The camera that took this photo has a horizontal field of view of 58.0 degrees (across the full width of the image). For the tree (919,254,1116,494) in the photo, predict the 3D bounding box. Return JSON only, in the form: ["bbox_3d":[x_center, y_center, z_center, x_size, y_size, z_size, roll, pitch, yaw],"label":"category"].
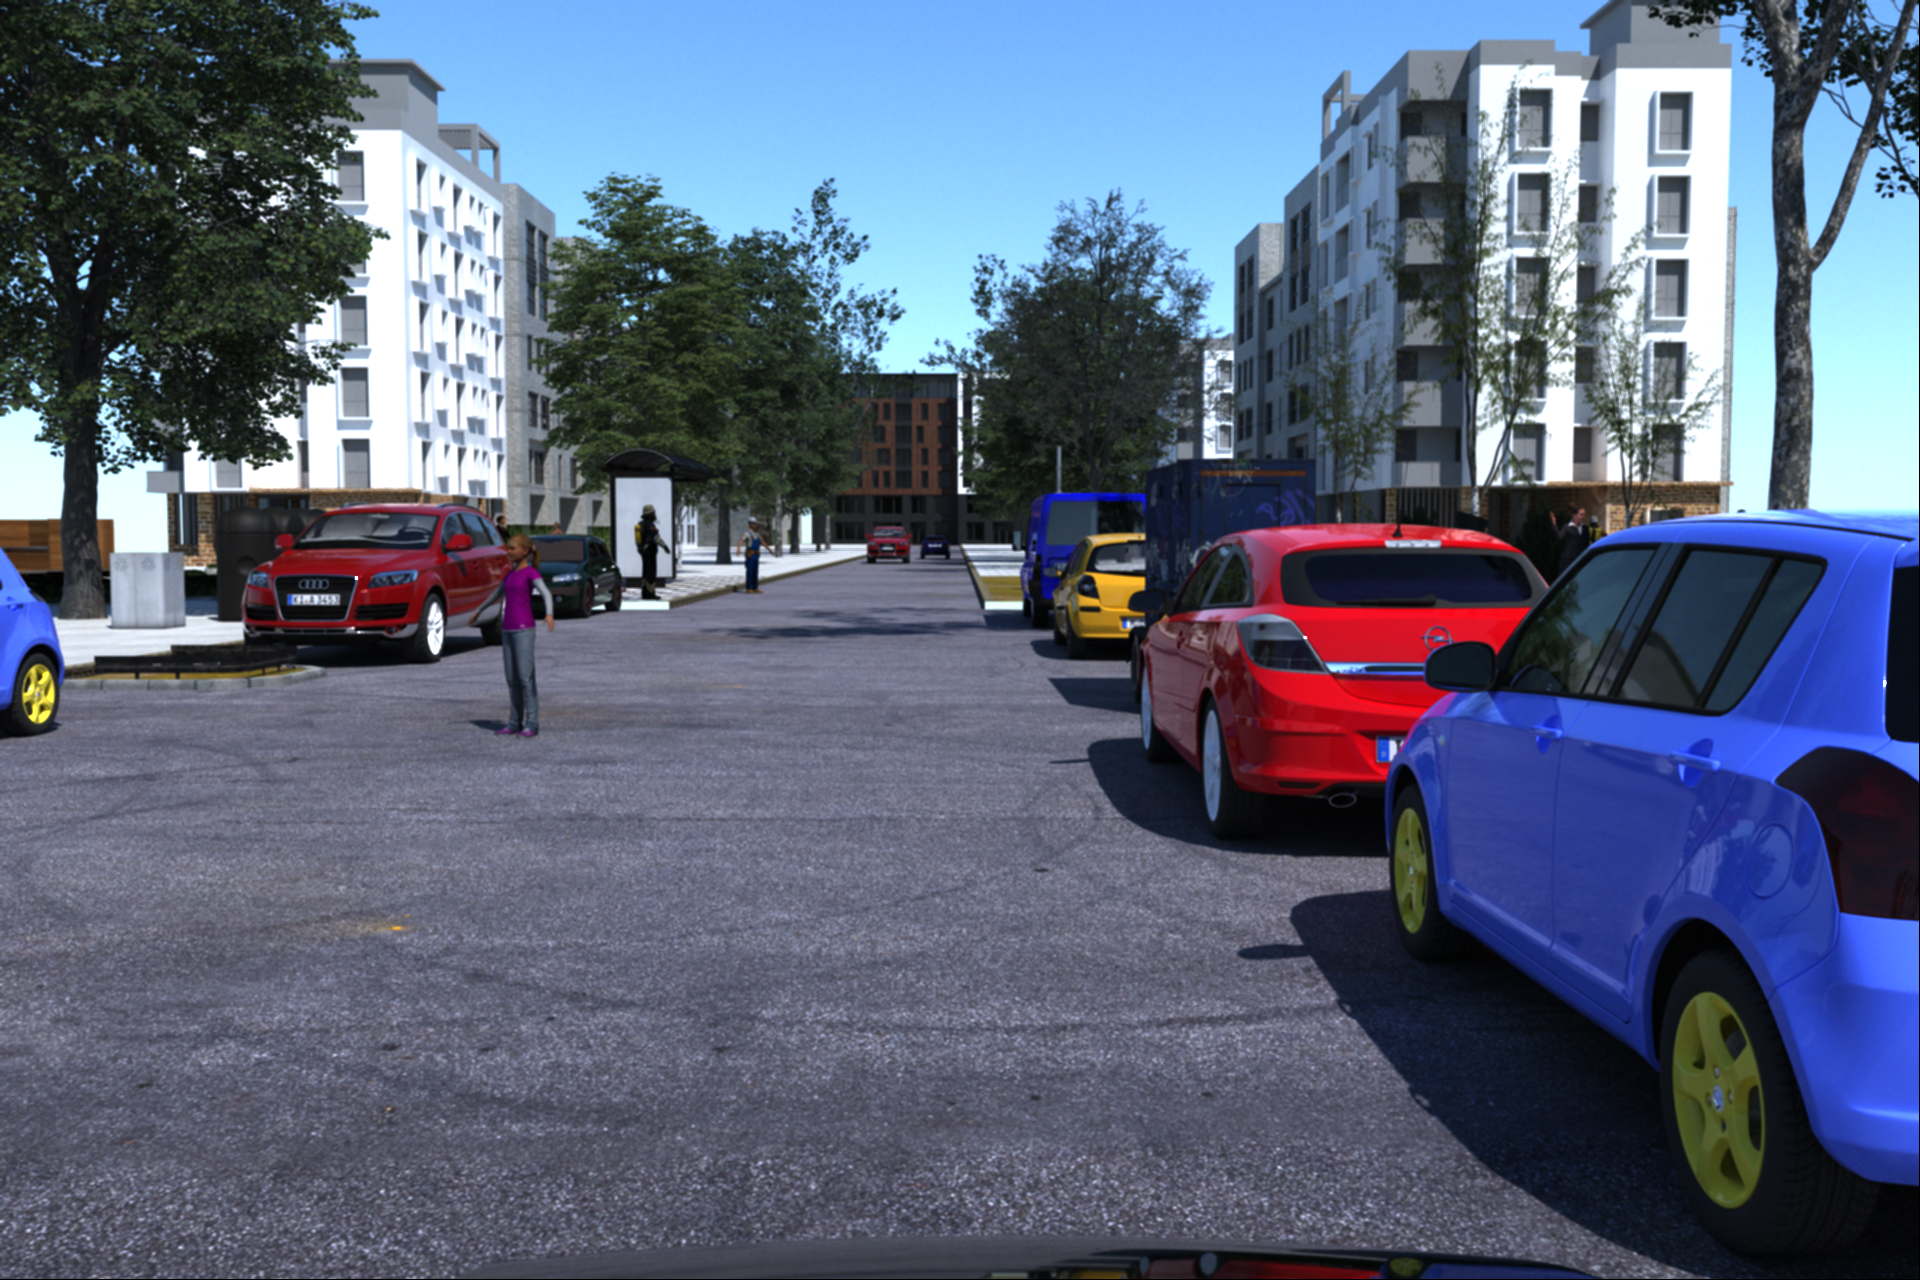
[{"bbox_3d":[3.896,-16.058,118.440,12.611,20.169,13.585,0,3,0],"label":"tree"}]

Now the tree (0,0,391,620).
[{"bbox_3d":[-13.269,-7.300,26.004,9.857,13.997,8.962,0,3,0],"label":"tree"}]

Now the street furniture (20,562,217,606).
[{"bbox_3d":[-16.188,-1.261,36.249,5.734,0.657,10.072,1,4,23],"label":"street furniture"}]

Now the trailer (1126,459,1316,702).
[{"bbox_3d":[2.184,-0.493,15.113,1.471,1.999,3.904,0,4,-1],"label":"trailer"}]

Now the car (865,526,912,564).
[{"bbox_3d":[-3.506,-4.702,85.558,2.281,1.827,5.304,0,4,-1],"label":"car"}]

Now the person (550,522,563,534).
[{"bbox_3d":[-15.614,-3.666,66.735,1.217,1.733,0.721,2,4,29],"label":"person"}]

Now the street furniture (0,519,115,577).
[{"bbox_3d":[-28.609,-2.829,53.109,11.010,1.723,9.812,3,4,38],"label":"street furniture"}]

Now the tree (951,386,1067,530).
[{"bbox_3d":[4.432,-14.194,138.731,9.857,13.997,8.962,0,3,0],"label":"tree"}]

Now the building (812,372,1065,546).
[{"bbox_3d":[-2.561,-23.415,229.264,32.646,21.610,27.936,0,4,0],"label":"building"}]

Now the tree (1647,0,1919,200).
[{"bbox_3d":[22.157,-11.229,39.479,12.611,20.169,13.585,0,3,0],"label":"tree"}]

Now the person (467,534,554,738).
[{"bbox_3d":[-3.162,-0.032,12.240,0.991,1.433,0.599,3,5,41],"label":"person"}]

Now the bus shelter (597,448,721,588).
[{"bbox_3d":[-7.478,-3.041,43.648,2.014,3.302,5.546,0,4,2],"label":"bus shelter"}]

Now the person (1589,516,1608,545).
[{"bbox_3d":[20.085,-3.009,54.965,1.354,1.858,0.705,0,4,-2],"label":"person"}]

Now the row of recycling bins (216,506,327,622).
[{"bbox_3d":[-10.501,-1.215,26.986,1.069,1.692,3.534,0,4,0],"label":"row of recycling bins"}]

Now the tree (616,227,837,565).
[{"bbox_3d":[-10.064,-10.160,72.777,9.857,13.997,8.962,0,3,0],"label":"tree"}]

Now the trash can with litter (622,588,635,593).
[{"bbox_3d":[-7.862,-1.663,38.250,1.678,1.210,2.233,0,4,0],"label":"trash can with litter"}]

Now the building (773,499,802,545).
[{"bbox_3d":[-28.621,-20.594,203.170,16.747,18.905,31.486,0,4,1],"label":"building"}]

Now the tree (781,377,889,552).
[{"bbox_3d":[-10.168,-13.028,123.375,12.009,13.543,11.850,0,3,0],"label":"tree"}]

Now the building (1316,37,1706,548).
[{"bbox_3d":[20.303,-13.201,72.248,16.016,20.090,11.380,0,3,0],"label":"building"}]

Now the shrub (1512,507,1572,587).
[{"bbox_3d":[13.666,-2.194,40.289,1.690,2.028,1.600,0,3,0],"label":"shrub"}]

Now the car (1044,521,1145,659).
[{"bbox_3d":[2.065,-0.676,21.274,2.015,1.641,3.980,0,4,0],"label":"car"}]

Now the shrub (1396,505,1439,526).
[{"bbox_3d":[11.784,-2.487,44.696,1.661,2.075,1.752,0,3,0],"label":"shrub"}]

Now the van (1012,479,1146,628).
[{"bbox_3d":[2.021,-1.453,28.147,2.240,2.365,5.245,0,4,0],"label":"van"}]

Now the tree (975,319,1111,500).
[{"bbox_3d":[4.659,-10.551,90.637,7.486,12.596,7.792,0,3,0],"label":"tree"}]

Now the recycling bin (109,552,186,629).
[{"bbox_3d":[-11.110,-0.682,23.700,0.722,1.027,0.722,0,4,0],"label":"recycling bin"}]

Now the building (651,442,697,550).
[{"bbox_3d":[-27.658,-12.902,153.103,9.099,9.664,28.070,0,4,0],"label":"building"}]

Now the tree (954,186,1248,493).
[{"bbox_3d":[4.919,-9.270,61.941,12.009,13.543,11.850,0,3,0],"label":"tree"}]

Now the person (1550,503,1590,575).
[{"bbox_3d":[8.623,-1.074,24.410,0.742,1.727,0.445,-3,5,-43],"label":"person"}]

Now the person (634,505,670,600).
[{"bbox_3d":[-6.070,-1.723,33.950,0.705,1.856,1.354,-2,4,-35],"label":"person"}]

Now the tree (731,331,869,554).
[{"bbox_3d":[-10.553,-12.467,110.497,9.857,13.997,8.962,0,3,0],"label":"tree"}]

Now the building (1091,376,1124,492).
[{"bbox_3d":[22.982,-20.498,201.598,16.747,18.905,31.486,0,4,0],"label":"building"}]

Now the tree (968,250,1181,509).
[{"bbox_3d":[5.378,-10.475,77.921,9.857,13.997,8.962,0,3,0],"label":"tree"}]

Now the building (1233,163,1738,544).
[{"bbox_3d":[25.379,-13.760,91.441,16.747,18.905,31.486,0,4,0],"label":"building"}]

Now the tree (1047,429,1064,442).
[{"bbox_3d":[5.516,-9.571,106.851,4.737,8.622,4.395,0,3,0],"label":"tree"}]

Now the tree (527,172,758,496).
[{"bbox_3d":[-10.067,-8.385,55.220,7.486,12.596,7.792,0,3,0],"label":"tree"}]

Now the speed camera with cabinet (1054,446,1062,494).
[{"bbox_3d":[2.436,-2.695,38.407,0.660,3.252,2.038,0,4,-2],"label":"speed camera with cabinet"}]

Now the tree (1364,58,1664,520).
[{"bbox_3d":[8.097,-4.729,27.684,4.360,8.622,3.978,0,3,0],"label":"tree"}]

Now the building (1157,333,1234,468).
[{"bbox_3d":[23.849,-18.787,163.581,16.016,20.090,11.380,0,4,0],"label":"building"}]

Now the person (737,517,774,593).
[{"bbox_3d":[-5.001,-2.054,41.904,0.705,1.847,1.347,2,4,33],"label":"person"}]

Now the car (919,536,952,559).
[{"bbox_3d":[-1.440,-5.402,100.899,1.945,1.354,3.894,0,4,-1],"label":"car"}]

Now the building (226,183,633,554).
[{"bbox_3d":[-30.732,-14.489,103.358,16.747,18.905,31.486,0,4,0],"label":"building"}]

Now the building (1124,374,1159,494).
[{"bbox_3d":[22.372,-19.911,181.963,16.016,20.090,11.380,0,4,0],"label":"building"}]

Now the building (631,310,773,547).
[{"bbox_3d":[-29.546,-21.193,177.435,19.493,23.208,18.063,0,4,0],"label":"building"}]

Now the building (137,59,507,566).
[{"bbox_3d":[-26.825,-13.089,70.429,16.016,20.090,11.380,0,4,0],"label":"building"}]

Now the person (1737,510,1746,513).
[{"bbox_3d":[14.556,-1.568,32.446,1.217,1.737,0.721,-1,4,-13],"label":"person"}]

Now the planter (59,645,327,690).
[{"bbox_3d":[-7.349,0.259,16.902,1.991,0.319,1.994,0,4,0],"label":"planter"}]

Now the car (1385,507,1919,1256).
[{"bbox_3d":[2.344,0.297,4.743,1.945,1.707,3.694,0,3,0],"label":"car"}]

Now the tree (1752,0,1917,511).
[{"bbox_3d":[7.919,-9.793,16.007,12.611,20.169,13.585,0,3,0],"label":"tree"}]

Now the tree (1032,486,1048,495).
[{"bbox_3d":[4.492,-9.196,100.715,4.360,8.622,3.978,0,3,0],"label":"tree"}]

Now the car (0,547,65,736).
[{"bbox_3d":[-7.378,-0.088,11.031,1.945,1.707,3.694,0,3,0],"label":"car"}]

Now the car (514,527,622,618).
[{"bbox_3d":[-7.173,-1.281,30.732,2.009,1.686,4.222,0,4,0],"label":"car"}]

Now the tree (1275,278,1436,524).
[{"bbox_3d":[10.896,-6.132,50.625,4.360,8.622,3.978,0,3,0],"label":"tree"}]

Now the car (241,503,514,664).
[{"bbox_3d":[-6.824,-0.745,20.855,2.281,1.827,5.304,0,3,0],"label":"car"}]

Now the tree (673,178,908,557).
[{"bbox_3d":[-9.322,-14.509,93.110,12.611,20.169,13.585,0,3,0],"label":"tree"}]

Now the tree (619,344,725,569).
[{"bbox_3d":[-10.229,-6.910,63.339,4.360,8.622,3.978,0,3,0],"label":"tree"}]

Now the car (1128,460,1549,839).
[{"bbox_3d":[2.058,-0.036,9.628,2.155,1.783,4.494,0,4,0],"label":"car"}]

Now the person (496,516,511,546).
[{"bbox_3d":[-13.223,-2.682,50.030,0.705,1.806,1.347,1,4,19],"label":"person"}]

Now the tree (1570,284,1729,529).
[{"bbox_3d":[19.783,-6.183,51.450,4.360,8.622,3.978,0,3,0],"label":"tree"}]

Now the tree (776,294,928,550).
[{"bbox_3d":[-9.449,-17.160,136.448,12.611,20.169,13.585,0,3,0],"label":"tree"}]

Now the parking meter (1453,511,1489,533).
[{"bbox_3d":[5.550,-0.638,18.844,0.372,1.533,0.369,0,3,0],"label":"parking meter"}]
